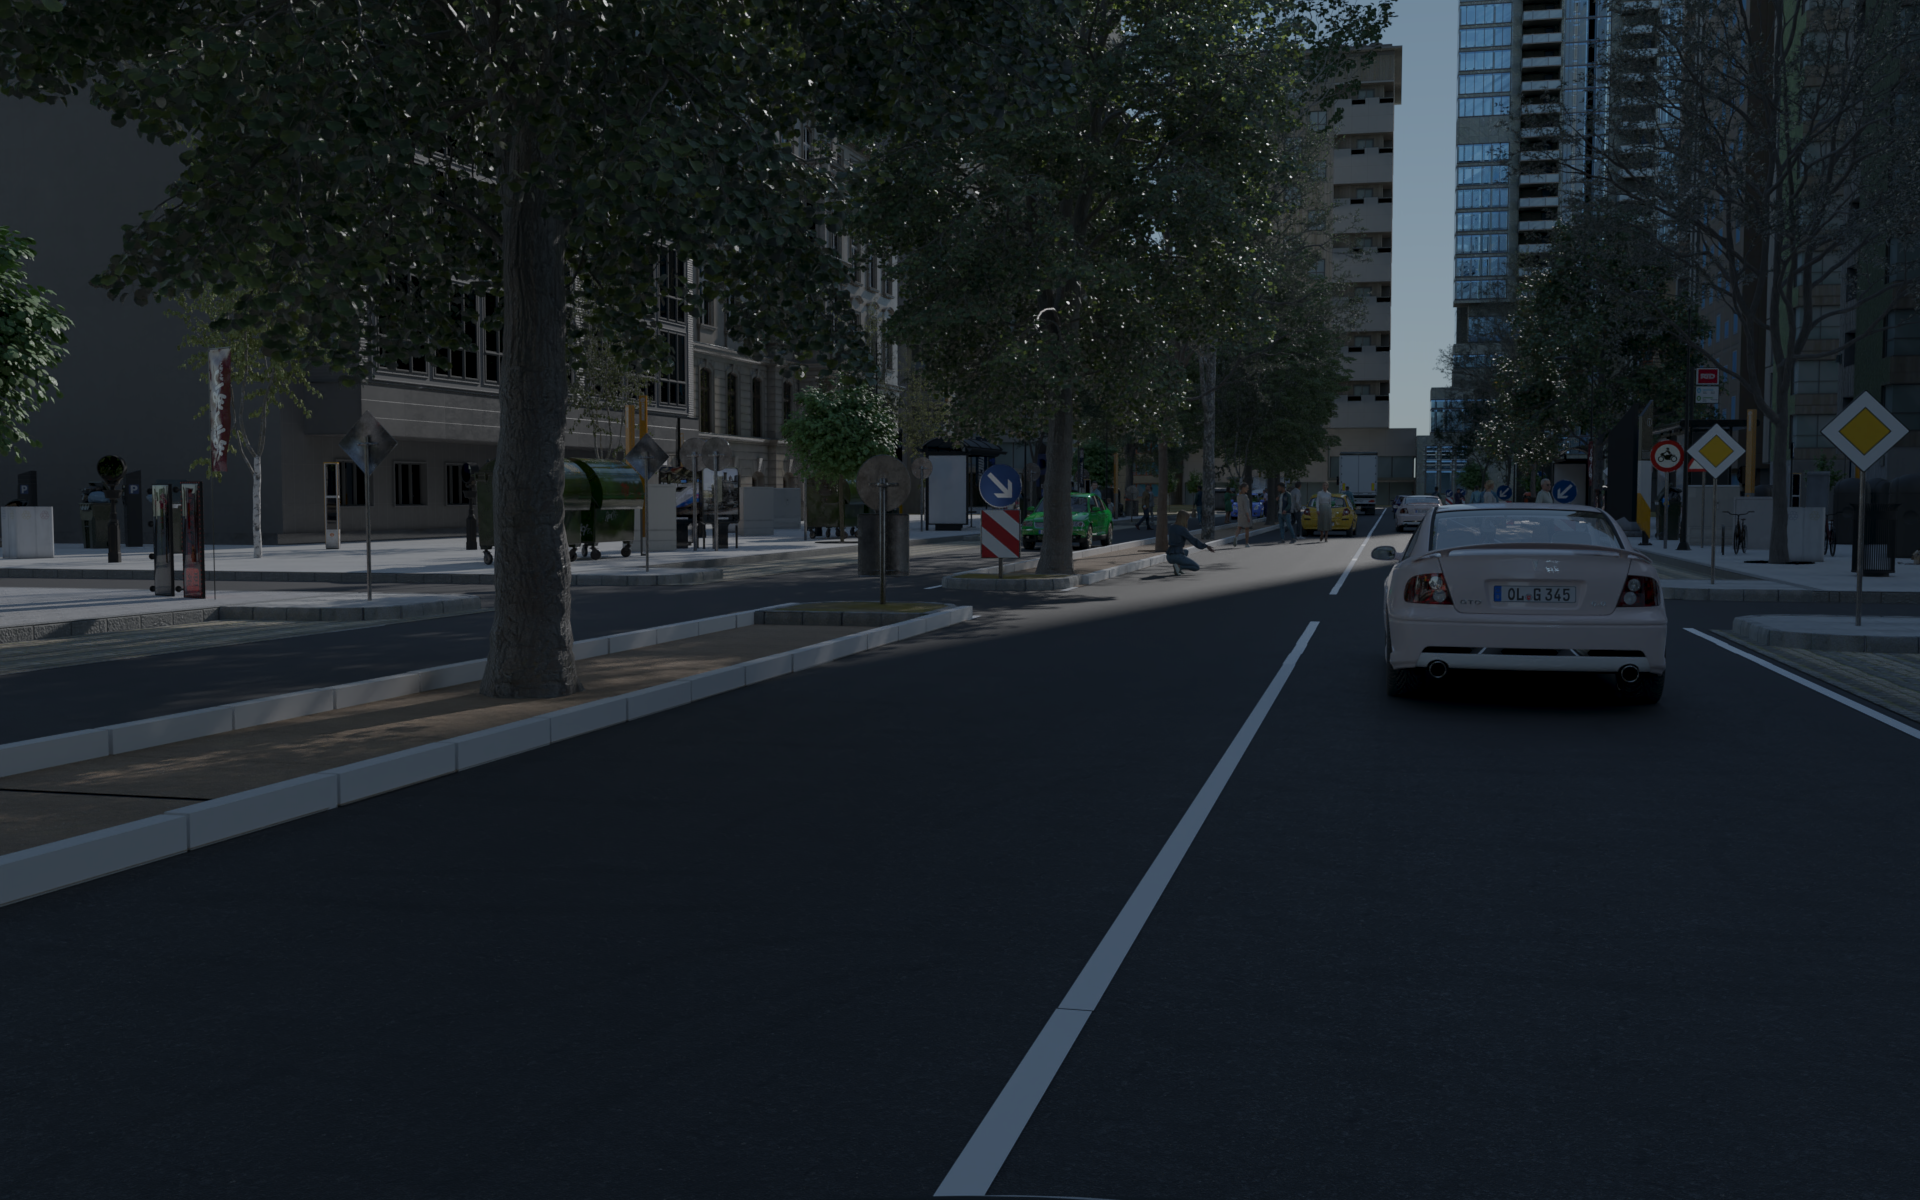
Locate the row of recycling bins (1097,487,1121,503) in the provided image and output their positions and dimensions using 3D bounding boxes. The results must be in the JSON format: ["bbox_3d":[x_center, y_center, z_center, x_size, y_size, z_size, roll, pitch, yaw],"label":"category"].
[{"bbox_3d":[8.636,-5.763,101.343,1.069,1.692,3.534,1,4,21],"label":"row of recycling bins"}]

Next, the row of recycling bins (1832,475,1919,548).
[{"bbox_3d":[23.899,-2.296,44.654,3.534,1.692,1.069,-2,4,-28],"label":"row of recycling bins"}]

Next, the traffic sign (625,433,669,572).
[{"bbox_3d":[-5.159,-1.522,28.535,0.795,2.450,0.064,1,4,14],"label":"traffic sign"}]

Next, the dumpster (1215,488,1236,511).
[{"bbox_3d":[18.727,-7.043,123.360,1.865,1.857,1.264,1,4,14],"label":"dumpster"}]

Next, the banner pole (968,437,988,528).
[{"bbox_3d":[0.665,-4.678,66.499,0.863,3.779,0.401,0,4,-7],"label":"banner pole"}]

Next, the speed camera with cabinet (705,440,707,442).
[{"bbox_3d":[-8.764,-4.231,63.516,2.038,3.252,0.660,-3,4,-36],"label":"speed camera with cabinet"}]

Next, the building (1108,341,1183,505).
[{"bbox_3d":[12.796,-22.526,213.342,28.899,21.520,27.650,1,4,14],"label":"building"}]

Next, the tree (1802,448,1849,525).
[{"bbox_3d":[36.408,-4.810,73.250,1.663,3.219,1.824,0,3,0],"label":"tree"}]

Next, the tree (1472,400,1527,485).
[{"bbox_3d":[36.579,-10.160,116.477,4.360,8.622,3.978,0,3,0],"label":"tree"}]

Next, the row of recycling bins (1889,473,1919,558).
[{"bbox_3d":[20.273,-1.730,35.403,3.534,1.692,1.069,-2,4,-27],"label":"row of recycling bins"}]

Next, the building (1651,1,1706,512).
[{"bbox_3d":[58.296,-41.409,115.289,20.563,71.187,20.611,1,4,14],"label":"building"}]

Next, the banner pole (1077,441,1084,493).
[{"bbox_3d":[5.707,-5.636,82.164,0.401,3.779,0.863,-1,4,-19],"label":"banner pole"}]

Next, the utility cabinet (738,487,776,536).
[{"bbox_3d":[-6.250,-2.708,52.962,0.318,1.500,1.173,3,5,44],"label":"utility cabinet"}]

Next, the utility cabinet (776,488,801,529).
[{"bbox_3d":[-6.404,-3.330,63.123,1.173,1.500,0.318,-1,4,-15],"label":"utility cabinet"}]

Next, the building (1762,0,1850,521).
[{"bbox_3d":[47.570,-24.557,85.094,14.154,41.232,14.086,1,4,14],"label":"building"}]

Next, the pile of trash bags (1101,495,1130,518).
[{"bbox_3d":[8.302,-5.210,94.931,3.447,1.369,1.912,-3,5,-42],"label":"pile of trash bags"}]

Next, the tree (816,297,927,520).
[{"bbox_3d":[-3.758,-7.037,65.412,4.360,8.622,3.978,0,3,0],"label":"tree"}]

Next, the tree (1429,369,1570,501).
[{"bbox_3d":[33.161,-10.371,103.986,7.601,10.594,8.767,2,4,33],"label":"tree"}]

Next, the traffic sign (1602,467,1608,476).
[{"bbox_3d":[21.886,-3.469,57.910,0.795,2.450,0.064,1,4,23],"label":"traffic sign"}]

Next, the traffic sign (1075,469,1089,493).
[{"bbox_3d":[6.100,-5.299,86.746,0.768,2.556,0.104,1,4,20],"label":"traffic sign"}]

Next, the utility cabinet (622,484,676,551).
[{"bbox_3d":[-6.926,-1.829,38.581,1.173,1.500,0.318,-2,4,-35],"label":"utility cabinet"}]

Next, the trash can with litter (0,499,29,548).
[{"bbox_3d":[-22.754,-1.839,41.453,1.055,1.170,0.624,2,4,34],"label":"trash can with litter"}]

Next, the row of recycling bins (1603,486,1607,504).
[{"bbox_3d":[33.515,-5.036,89.447,1.069,1.692,3.534,-2,4,-32],"label":"row of recycling bins"}]

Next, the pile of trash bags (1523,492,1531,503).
[{"bbox_3d":[29.905,-4.837,88.830,1.912,1.369,3.447,-1,4,-14],"label":"pile of trash bags"}]

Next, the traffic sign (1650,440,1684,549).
[{"bbox_3d":[16.554,-2.475,40.577,0.768,2.556,0.104,1,4,22],"label":"traffic sign"}]

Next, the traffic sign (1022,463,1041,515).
[{"bbox_3d":[2.894,-4.300,70.417,0.768,2.556,0.104,1,4,19],"label":"traffic sign"}]

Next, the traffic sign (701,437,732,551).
[{"bbox_3d":[-5.459,-2.362,38.726,0.768,2.556,0.104,1,4,22],"label":"traffic sign"}]

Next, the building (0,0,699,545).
[{"bbox_3d":[-19.322,-16.008,55.239,14.314,27.812,24.014,1,4,14],"label":"building"}]

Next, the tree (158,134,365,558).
[{"bbox_3d":[-14.064,-5.158,34.696,4.737,8.622,4.395,0,3,0],"label":"tree"}]

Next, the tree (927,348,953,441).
[{"bbox_3d":[-1.898,-8.178,84.078,4.360,8.622,3.978,0,3,0],"label":"tree"}]

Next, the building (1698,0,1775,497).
[{"bbox_3d":[51.089,-27.457,99.034,14.600,45.320,14.200,1,4,14],"label":"building"}]

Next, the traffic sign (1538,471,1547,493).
[{"bbox_3d":[32.041,-5.854,95.820,0.768,2.556,0.104,1,4,22],"label":"traffic sign"}]

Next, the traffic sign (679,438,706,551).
[{"bbox_3d":[-5.986,-2.383,39.073,0.768,2.556,0.104,1,4,16],"label":"traffic sign"}]

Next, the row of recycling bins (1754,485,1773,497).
[{"bbox_3d":[36.033,-4.293,77.311,1.069,1.692,3.534,2,4,31],"label":"row of recycling bins"}]

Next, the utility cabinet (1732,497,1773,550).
[{"bbox_3d":[18.475,-1.771,40.110,1.020,1.237,0.306,1,4,16],"label":"utility cabinet"}]

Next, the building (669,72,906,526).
[{"bbox_3d":[-12.577,-16.195,83.867,14.460,24.649,34.723,1,4,14],"label":"building"}]

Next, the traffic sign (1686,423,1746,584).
[{"bbox_3d":[10.689,-1.279,24.548,0.795,2.450,0.064,1,4,14],"label":"traffic sign"}]

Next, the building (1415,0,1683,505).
[{"bbox_3d":[67.770,-53.931,194.445,31.000,86.520,22.319,1,4,14],"label":"building"}]

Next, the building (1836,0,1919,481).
[{"bbox_3d":[39.988,-17.817,63.017,14.160,30.474,14.107,1,4,14],"label":"building"}]

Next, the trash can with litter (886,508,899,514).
[{"bbox_3d":[-2.437,-2.630,54.384,1.055,1.170,0.624,1,4,15],"label":"trash can with litter"}]

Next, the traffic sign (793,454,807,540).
[{"bbox_3d":[-4.277,-2.921,47.857,0.768,2.556,0.104,2,4,23],"label":"traffic sign"}]

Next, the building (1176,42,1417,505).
[{"bbox_3d":[40.237,-37.717,205.904,27.495,52.752,28.713,1,4,14],"label":"building"}]

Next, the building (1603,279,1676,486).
[{"bbox_3d":[67.680,-18.036,139.930,27.650,21.520,28.899,1,4,14],"label":"building"}]

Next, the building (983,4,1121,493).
[{"bbox_3d":[-0.436,-34.688,156.393,27.495,52.752,28.713,1,4,14],"label":"building"}]

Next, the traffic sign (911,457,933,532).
[{"bbox_3d":[-1.309,-3.606,59.066,0.768,2.556,0.104,1,4,16],"label":"traffic sign"}]

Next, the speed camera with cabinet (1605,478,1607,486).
[{"bbox_3d":[36.599,-6.172,95.252,2.038,3.252,0.660,2,4,27],"label":"speed camera with cabinet"}]

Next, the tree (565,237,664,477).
[{"bbox_3d":[-9.605,-5.862,46.214,4.360,8.622,3.978,0,3,0],"label":"tree"}]

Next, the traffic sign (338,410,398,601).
[{"bbox_3d":[-7.105,-1.049,20.790,0.795,2.450,0.064,1,4,14],"label":"traffic sign"}]

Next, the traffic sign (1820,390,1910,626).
[{"bbox_3d":[8.744,-0.805,16.802,0.795,2.450,0.064,1,4,14],"label":"traffic sign"}]

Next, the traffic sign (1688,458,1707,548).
[{"bbox_3d":[17.620,-2.510,41.050,0.884,2.594,0.081,1,4,22],"label":"traffic sign"}]

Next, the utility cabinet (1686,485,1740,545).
[{"bbox_3d":[18.601,-2.086,42.782,1.173,1.500,0.318,1,4,22],"label":"utility cabinet"}]

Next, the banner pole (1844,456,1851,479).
[{"bbox_3d":[39.757,-5.340,77.322,0.863,3.779,0.401,1,4,22],"label":"banner pole"}]

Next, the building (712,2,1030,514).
[{"bbox_3d":[-11.705,-26.164,119.655,32.217,40.220,23.993,1,4,14],"label":"building"}]
